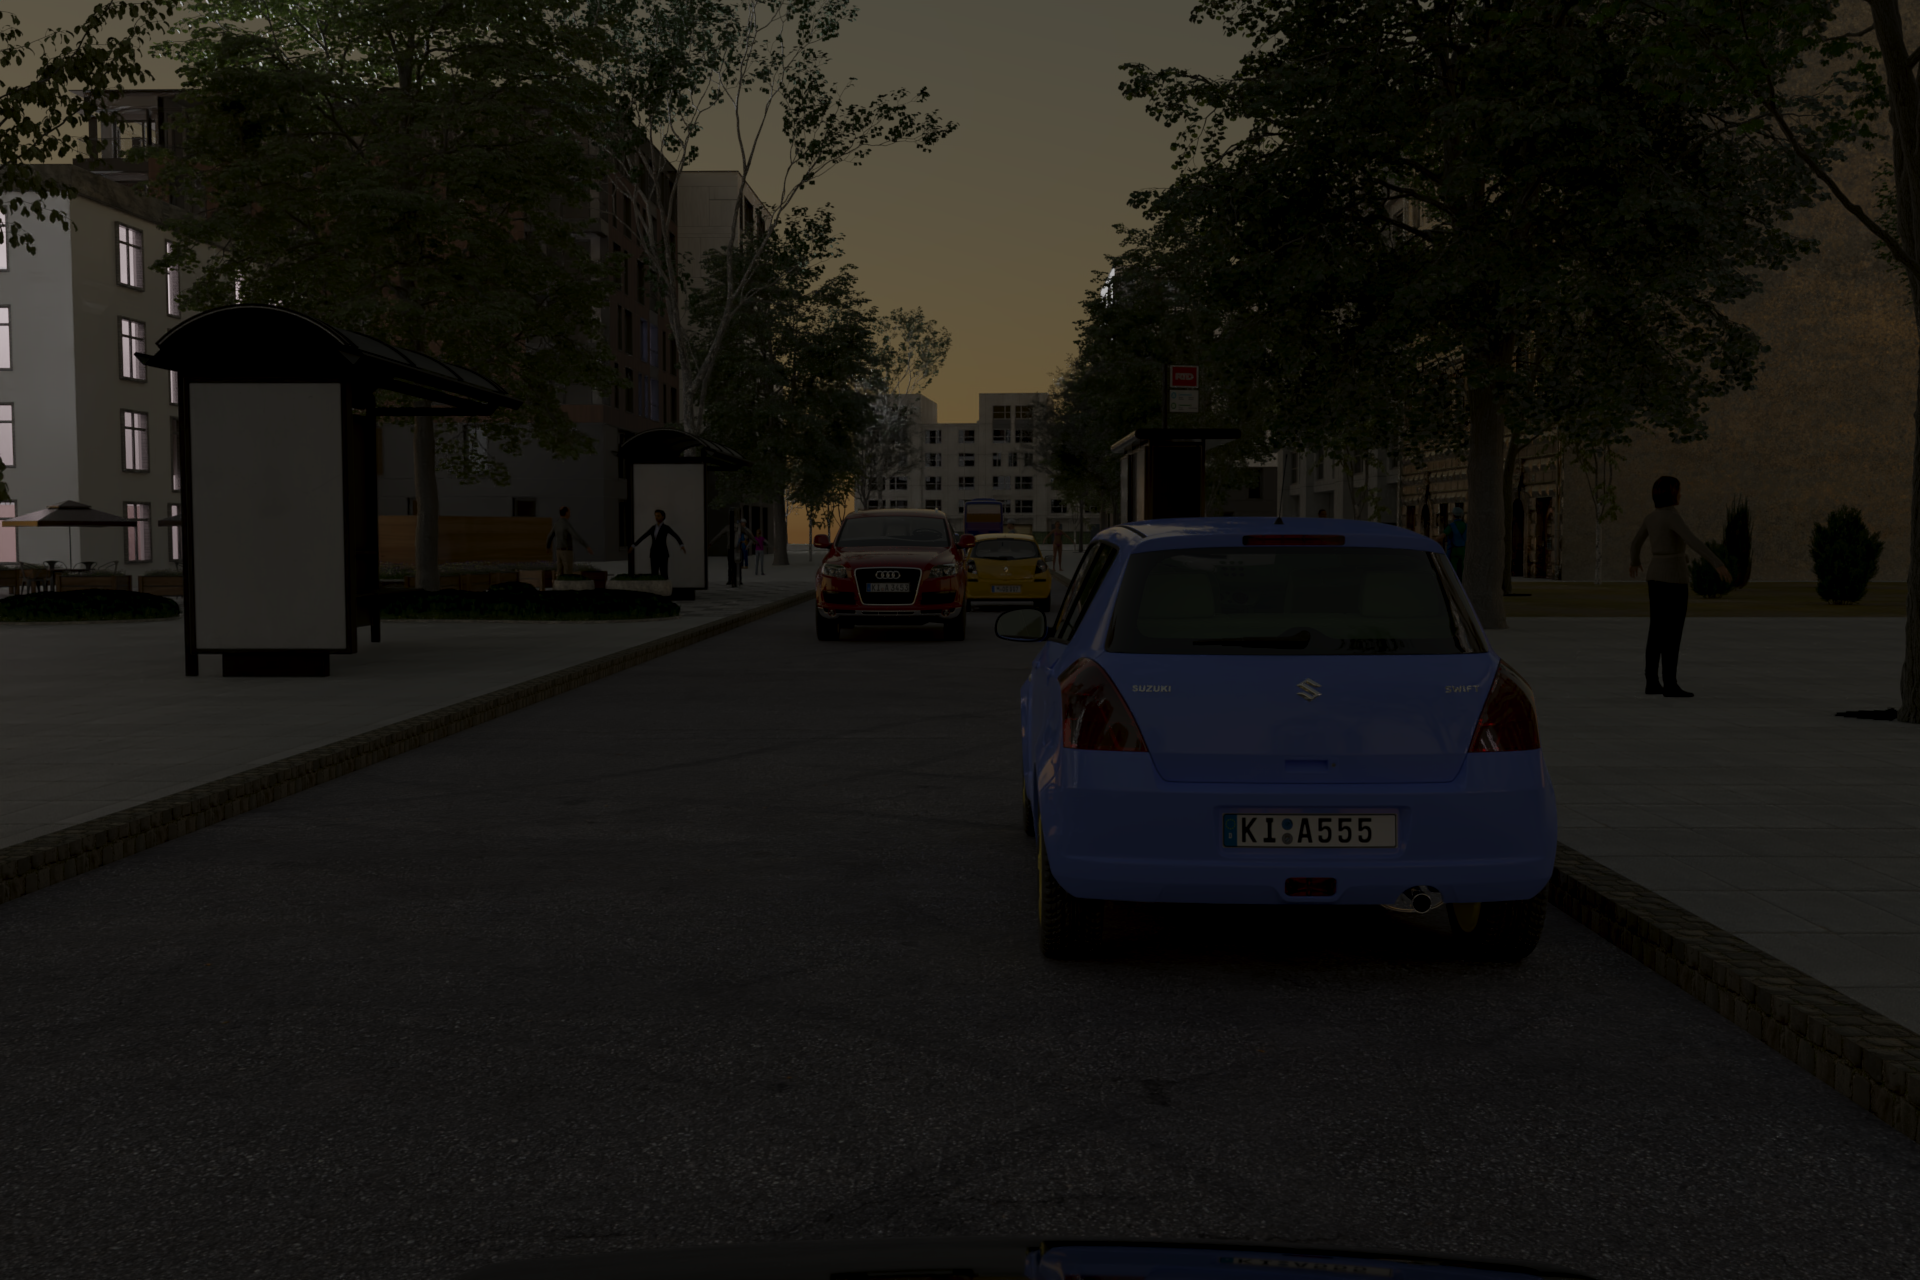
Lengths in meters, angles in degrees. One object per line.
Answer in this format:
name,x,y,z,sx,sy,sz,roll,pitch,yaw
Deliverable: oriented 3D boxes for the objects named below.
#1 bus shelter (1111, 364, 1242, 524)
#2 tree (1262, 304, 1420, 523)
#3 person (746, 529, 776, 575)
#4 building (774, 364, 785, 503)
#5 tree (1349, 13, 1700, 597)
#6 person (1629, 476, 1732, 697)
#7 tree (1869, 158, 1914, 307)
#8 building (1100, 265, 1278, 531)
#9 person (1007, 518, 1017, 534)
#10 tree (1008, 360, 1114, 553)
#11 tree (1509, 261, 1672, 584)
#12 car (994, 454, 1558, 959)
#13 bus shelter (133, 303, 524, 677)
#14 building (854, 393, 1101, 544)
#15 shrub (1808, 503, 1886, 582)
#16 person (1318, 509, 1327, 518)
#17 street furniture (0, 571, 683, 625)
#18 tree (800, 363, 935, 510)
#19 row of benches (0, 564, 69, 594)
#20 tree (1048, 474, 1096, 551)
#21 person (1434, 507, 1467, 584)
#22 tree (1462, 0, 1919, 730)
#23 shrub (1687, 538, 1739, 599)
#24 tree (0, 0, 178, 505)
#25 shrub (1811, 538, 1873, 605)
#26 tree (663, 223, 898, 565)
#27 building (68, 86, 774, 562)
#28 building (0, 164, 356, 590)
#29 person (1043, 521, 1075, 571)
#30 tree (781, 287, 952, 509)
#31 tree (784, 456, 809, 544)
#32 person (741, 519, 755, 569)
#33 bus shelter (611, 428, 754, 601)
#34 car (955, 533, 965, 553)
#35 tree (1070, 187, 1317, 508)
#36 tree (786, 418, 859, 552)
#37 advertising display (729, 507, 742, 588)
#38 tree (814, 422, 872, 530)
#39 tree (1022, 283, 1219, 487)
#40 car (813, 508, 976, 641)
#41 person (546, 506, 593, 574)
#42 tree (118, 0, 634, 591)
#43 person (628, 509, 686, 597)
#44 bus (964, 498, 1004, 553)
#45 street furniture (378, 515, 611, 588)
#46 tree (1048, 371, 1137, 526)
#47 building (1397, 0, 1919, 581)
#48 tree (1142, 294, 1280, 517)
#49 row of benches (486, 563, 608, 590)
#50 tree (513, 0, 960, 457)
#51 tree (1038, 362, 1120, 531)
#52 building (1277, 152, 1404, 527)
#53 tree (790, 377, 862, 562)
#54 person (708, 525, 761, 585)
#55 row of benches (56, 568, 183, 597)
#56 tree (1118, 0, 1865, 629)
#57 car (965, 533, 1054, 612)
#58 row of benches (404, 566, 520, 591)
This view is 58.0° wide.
bus shelter,4.568,-3.727,38.575,2.179,5.291,8.768,0,4,0
tree,10.431,-5.855,46.084,4.737,8.622,4.395,0,3,0
person,-6.215,-2.729,53.886,0.991,1.433,0.599,1,4,14
building,-24.718,-19.834,180.708,16.016,20.090,11.380,0,4,1
tree,11.261,-6.711,35.488,9.928,11.665,9.643,0,3,0
person,5.670,-0.426,13.727,0.721,1.744,1.215,-1,4,-13
tree,21.064,-6.529,32.508,9.928,11.665,9.643,0,3,0
building,25.765,-18.600,148.078,27.936,21.610,32.646,0,4,1
person,1.338,-2.296,45.849,0.705,1.847,1.347,1,4,17
tree,8.405,-12.762,119.036,12.009,13.543,11.850,0,3,0
tree,16.052,-5.719,43.873,4.737,8.622,4.395,0,3,0
car,1.112,0.150,7.142,1.945,1.707,3.694,0,4,1
bus shelter,-6.214,-1.471,17.980,2.014,3.302,5.546,0,3,0
building,3.286,-21.716,223.968,31.486,18.905,16.747,0,4,6
shrub,21.064,-2.248,41.180,1.690,2.028,1.600,0,3,0
person,7.608,-1.842,36.345,1.346,1.802,0.704,-1,4,-16
street furniture,-9.254,-0.703,27.117,10.072,0.657,5.734,0,4,1
tree,-6.652,-12.864,120.702,12.009,13.543,11.850,0,3,0
row of benches,-20.143,-1.241,35.758,1.422,0.672,4.104,1,4,13
tree,8.647,-10.982,129.922,4.737,8.622,4.395,0,3,0
person,9.860,-1.733,34.460,1.347,1.817,0.704,-2,4,-24
tree,6.516,-5.250,11.588,9.928,11.665,9.643,0,3,0
shrub,15.000,-1.432,34.537,1.383,1.207,1.383,0,3,0
tree,-8.321,-3.821,12.840,4.737,8.622,4.395,0,3,0
shrub,16.022,-1.245,31.470,1.383,1.207,1.383,0,3,0
tree,-7.403,-10.048,70.948,9.857,13.997,8.962,0,3,0
building,-26.443,-15.410,95.936,27.936,21.610,32.646,0,4,2
building,-24.428,-6.813,53.535,9.099,9.664,28.070,0,4,1
person,3.424,-3.269,60.248,1.217,1.733,0.721,-1,4,-22
tree,-7.329,-16.975,133.434,12.611,20.169,13.585,0,3,0
tree,-22.620,-19.205,224.365,12.009,13.543,11.850,0,3,0
person,-8.008,-3.551,63.917,1.347,1.847,0.705,3,4,37
bus shelter,-5.606,-2.558,35.749,2.014,3.302,5.546,0,4,1
car,-0.626,-4.005,75.077,1.945,1.707,3.694,0,4,1
tree,8.154,-9.565,63.039,9.857,13.997,8.962,0,3,0
tree,-6.686,-8.624,91.361,4.360,8.622,3.978,0,3,0
advertising display,-5.426,-2.243,41.884,0.123,1.923,0.974,0,4,3
tree,-7.030,-9.253,101.641,4.737,8.622,4.395,0,3,0
tree,8.087,-10.586,83.453,12.009,13.543,11.850,0,3,0
car,-0.914,-0.999,25.000,2.281,1.827,5.304,0,4,0
person,-7.295,-1.579,32.086,1.348,1.796,0.705,3,5,40
tree,-8.534,-6.603,26.093,7.486,12.596,7.792,0,3,0
person,-5.635,-1.562,32.263,1.216,1.740,0.721,1,4,20
bus,1.622,-7.727,117.889,2.896,3.916,12.251,0,4,1
street furniture,-13.539,-2.192,42.698,11.010,1.723,9.812,1,4,23
tree,8.393,-9.884,96.020,8.767,10.594,7.601,3,4,38
building,25.784,-13.760,55.906,19.493,23.208,18.063,0,4,0
tree,7.401,-6.335,53.945,4.360,8.622,3.978,0,3,0
row of benches,-8.610,-1.247,35.858,1.422,0.672,4.104,-3,5,-44
tree,-6.907,-11.857,49.754,12.611,20.169,13.585,0,3,0
tree,8.611,-11.555,107.055,7.486,12.596,7.792,0,3,0
building,26.016,-13.116,80.905,16.747,18.905,31.486,0,4,0
tree,-6.763,-7.982,80.875,4.737,8.622,4.395,0,3,0
person,-5.699,-2.302,43.768,1.348,1.813,0.705,0,4,-3
row of benches,-13.898,-0.943,30.883,4.104,0.672,1.422,0,4,-1
tree,7.020,-7.132,23.260,9.857,13.997,8.962,0,3,0
car,0.833,-1.413,33.327,2.015,1.641,3.980,0,3,0
row of benches,-9.236,-1.025,32.216,1.422,0.672,4.104,0,4,7
